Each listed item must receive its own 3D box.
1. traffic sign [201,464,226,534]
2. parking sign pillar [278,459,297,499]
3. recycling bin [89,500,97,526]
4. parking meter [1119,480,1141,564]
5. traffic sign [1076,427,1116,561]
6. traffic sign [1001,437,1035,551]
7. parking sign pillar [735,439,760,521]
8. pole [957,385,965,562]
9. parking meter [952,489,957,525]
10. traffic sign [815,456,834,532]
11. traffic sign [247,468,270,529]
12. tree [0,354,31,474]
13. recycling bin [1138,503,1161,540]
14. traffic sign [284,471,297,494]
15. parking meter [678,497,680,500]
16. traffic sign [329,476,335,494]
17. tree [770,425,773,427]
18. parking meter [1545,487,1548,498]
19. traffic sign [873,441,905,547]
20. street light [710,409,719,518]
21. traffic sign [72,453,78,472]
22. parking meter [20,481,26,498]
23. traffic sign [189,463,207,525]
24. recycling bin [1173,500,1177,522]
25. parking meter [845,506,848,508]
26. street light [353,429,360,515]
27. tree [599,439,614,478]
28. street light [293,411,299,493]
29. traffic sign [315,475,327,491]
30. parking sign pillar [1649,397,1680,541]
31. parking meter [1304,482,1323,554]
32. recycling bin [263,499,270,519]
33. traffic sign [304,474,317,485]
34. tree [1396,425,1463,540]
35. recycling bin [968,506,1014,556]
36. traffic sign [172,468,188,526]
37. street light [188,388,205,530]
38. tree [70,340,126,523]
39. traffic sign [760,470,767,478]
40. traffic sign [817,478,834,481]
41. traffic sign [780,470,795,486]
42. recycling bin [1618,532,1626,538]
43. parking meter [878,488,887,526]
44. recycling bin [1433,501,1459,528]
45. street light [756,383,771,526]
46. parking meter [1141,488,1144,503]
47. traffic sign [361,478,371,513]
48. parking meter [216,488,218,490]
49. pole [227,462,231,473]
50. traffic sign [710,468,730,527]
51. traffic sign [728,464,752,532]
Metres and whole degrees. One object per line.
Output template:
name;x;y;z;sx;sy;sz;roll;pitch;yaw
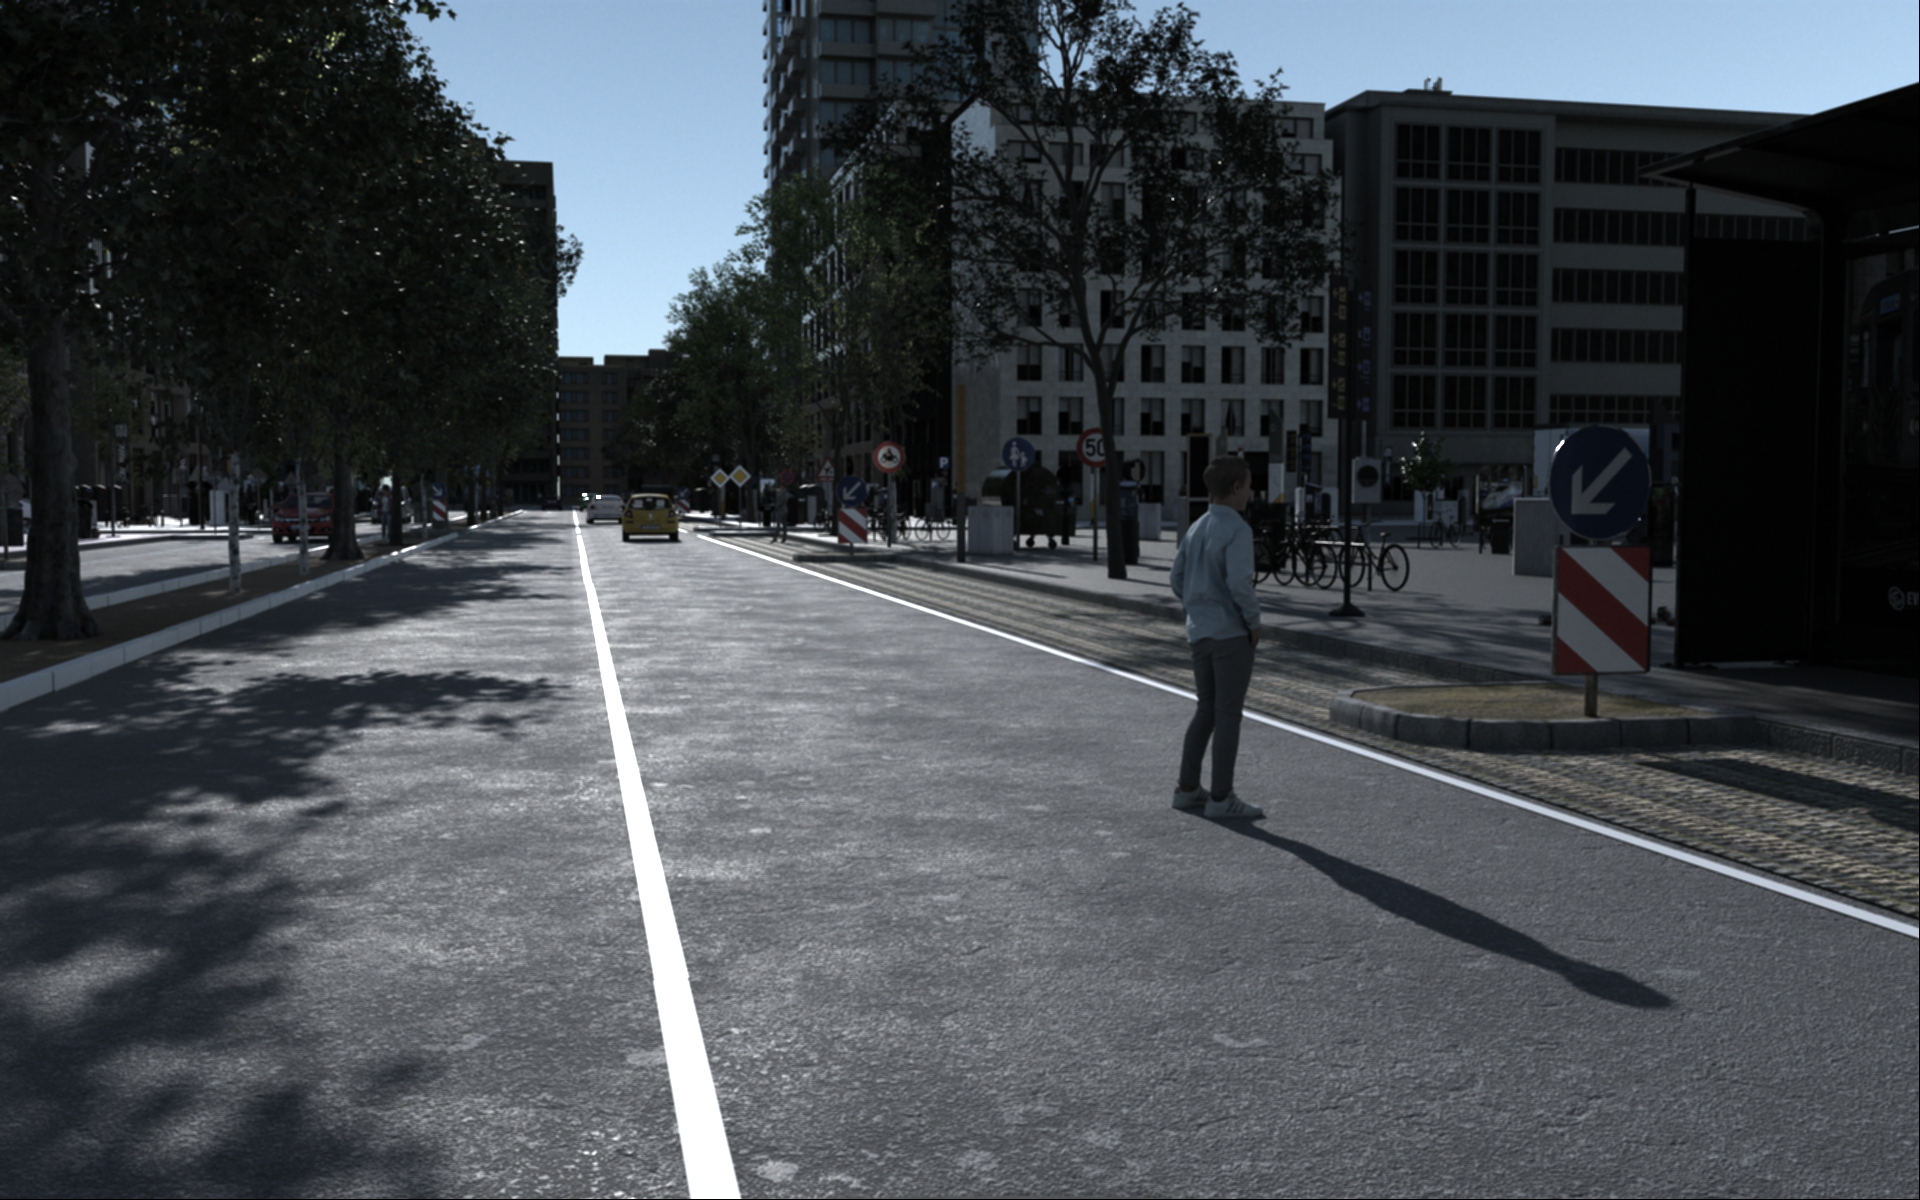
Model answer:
traffic sign;-23.700;-3.146;55.071;0.795;2.450;0.064;-1;4;-13
parking sign pillar;-38.259;-6.759;98.973;1.447;3.967;1.447;-2;4;-32
recycling bin;-34.697;-3.427;68.582;0.722;1.027;0.722;0;4;3
parking meter;3.081;-1.430;31.793;0.372;1.533;0.369;0;3;0
traffic sign;2.601;-2.024;33.193;0.768;2.556;0.104;0;4;-4
traffic sign;1.305;-2.374;38.927;0.768;2.556;0.104;0;4;-7
parking sign pillar;-10.181;-5.836;83.898;1.447;3.967;1.447;-2;4;-34
pole;0.022;-2.367;32.538;0.158;3.312;0.155;0;3;0
parking meter;-0.150;-3.827;70.990;0.372;1.533;0.369;0;3;0
traffic sign;-4.465;-3.584;58.599;0.884;2.594;0.081;0;4;-4
traffic sign;-25.451;-3.622;62.863;0.795;2.450;0.064;-1;4;-13
tree;-34.895;-6.842;62.223;4.360;8.622;3.978;0;3;0
recycling bin;5.238;-2.196;48.460;0.722;1.027;0.722;1;4;12
traffic sign;-37.632;-5.961;97.464;0.884;2.594;0.081;-1;4;-10
parking meter;-21.343;-7.562;132.045;0.372;1.533;0.369;0;3;0
traffic sign;-41.520;-7.026;114.978;0.768;2.556;0.104;0;4;-4
tree;-10.890;-10.176;116.742;4.360;8.622;3.978;0;3;0
parking meter;15.214;-2.209;44.534;0.372;1.533;0.369;0;3;0
traffic sign;-1.705;-2.541;41.647;0.768;2.556;0.104;0;4;-7
street light;-13.241;-7.388;93.582;0.468;5.910;1.993;-1;4;-13
traffic sign;-25.313;-2.984;48.897;0.768;2.556;0.104;-1;4;-12
parking meter;-41.372;-4.316;76.284;0.399;1.863;0.255;1;4;18
traffic sign;-31.407;-4.373;71.498;0.884;2.594;0.081;-1;4;-9
recycling bin;10.293;-4.132;80.118;0.722;1.027;0.722;-1;4;-8
parking meter;-5.926;-4.933;89.059;0.372;1.533;0.369;0;3;0
street light;-37.704;-8.291;108.341;0.468;5.910;1.993;-1;4;-13
tree;-40.146;-17.143;214.699;8.767;10.594;7.601;-2;4;-30
street light;-32.707;-6.890;85.438;0.468;5.910;1.993;-1;4;-13
traffic sign;-43.407;-7.187;117.621;0.768;2.556;0.104;-1;4;-11
parking sign pillar;19.827;-3.658;48.286;1.447;3.967;1.447;-2;4;-26
parking meter;7.531;-1.743;36.915;0.372;1.533;0.369;0;3;0
recycling bin;-36.003;-4.786;90.797;0.722;1.027;0.722;3;4;38
traffic sign;-39.351;-6.411;104.924;0.768;2.556;0.104;0;4;-7
tree;13.035;-3.319;48.872;1.663;3.219;1.824;0;3;0
recycling bin;0.647;-1.467;36.534;0.722;1.027;0.722;3;5;44
traffic sign;-30.793;-4.055;68.435;0.606;2.300;0.079;0;4;-7
street light;-27.454;-5.493;62.592;0.468;5.910;1.993;-1;4;-13
tree;-36.971;-7.643;75.326;4.737;8.622;4.395;0;3;0
traffic sign;-10.459;-5.529;90.503;0.768;2.556;0.104;0;4;-4
traffic sign;-5.554;-4.452;72.787;0.884;2.594;0.081;0;4;-3
traffic sign;-9.007;-5.518;90.319;0.768;2.556;0.104;0;4;-7
recycling bin;19.672;-2.380;51.466;0.722;1.027;0.722;-2;4;-32
parking meter;-3.147;-3.799;70.530;0.372;1.533;0.369;0;3;0
recycling bin;18.256;-3.214;65.095;0.722;1.027;0.722;-1;4;-14
street light;-7.954;-5.965;70.315;0.468;5.910;1.993;-1;4;-13
parking meter;7.265;-3.771;70.073;0.372;1.533;0.369;0;3;0
traffic sign;-40.973;-7.249;119.699;0.795;2.450;0.064;-1;4;-12
parking meter;-31.676;-4.027;74.257;0.372;1.533;0.369;0;3;0
pole;-30.634;-4.822;72.678;0.158;3.312;0.155;0;3;0
traffic sign;-9.206;-3.843;66.480;0.795;2.450;0.064;-1;4;-13
traffic sign;-7.455;-3.367;58.689;0.795;2.450;0.064;-1;4;-13
